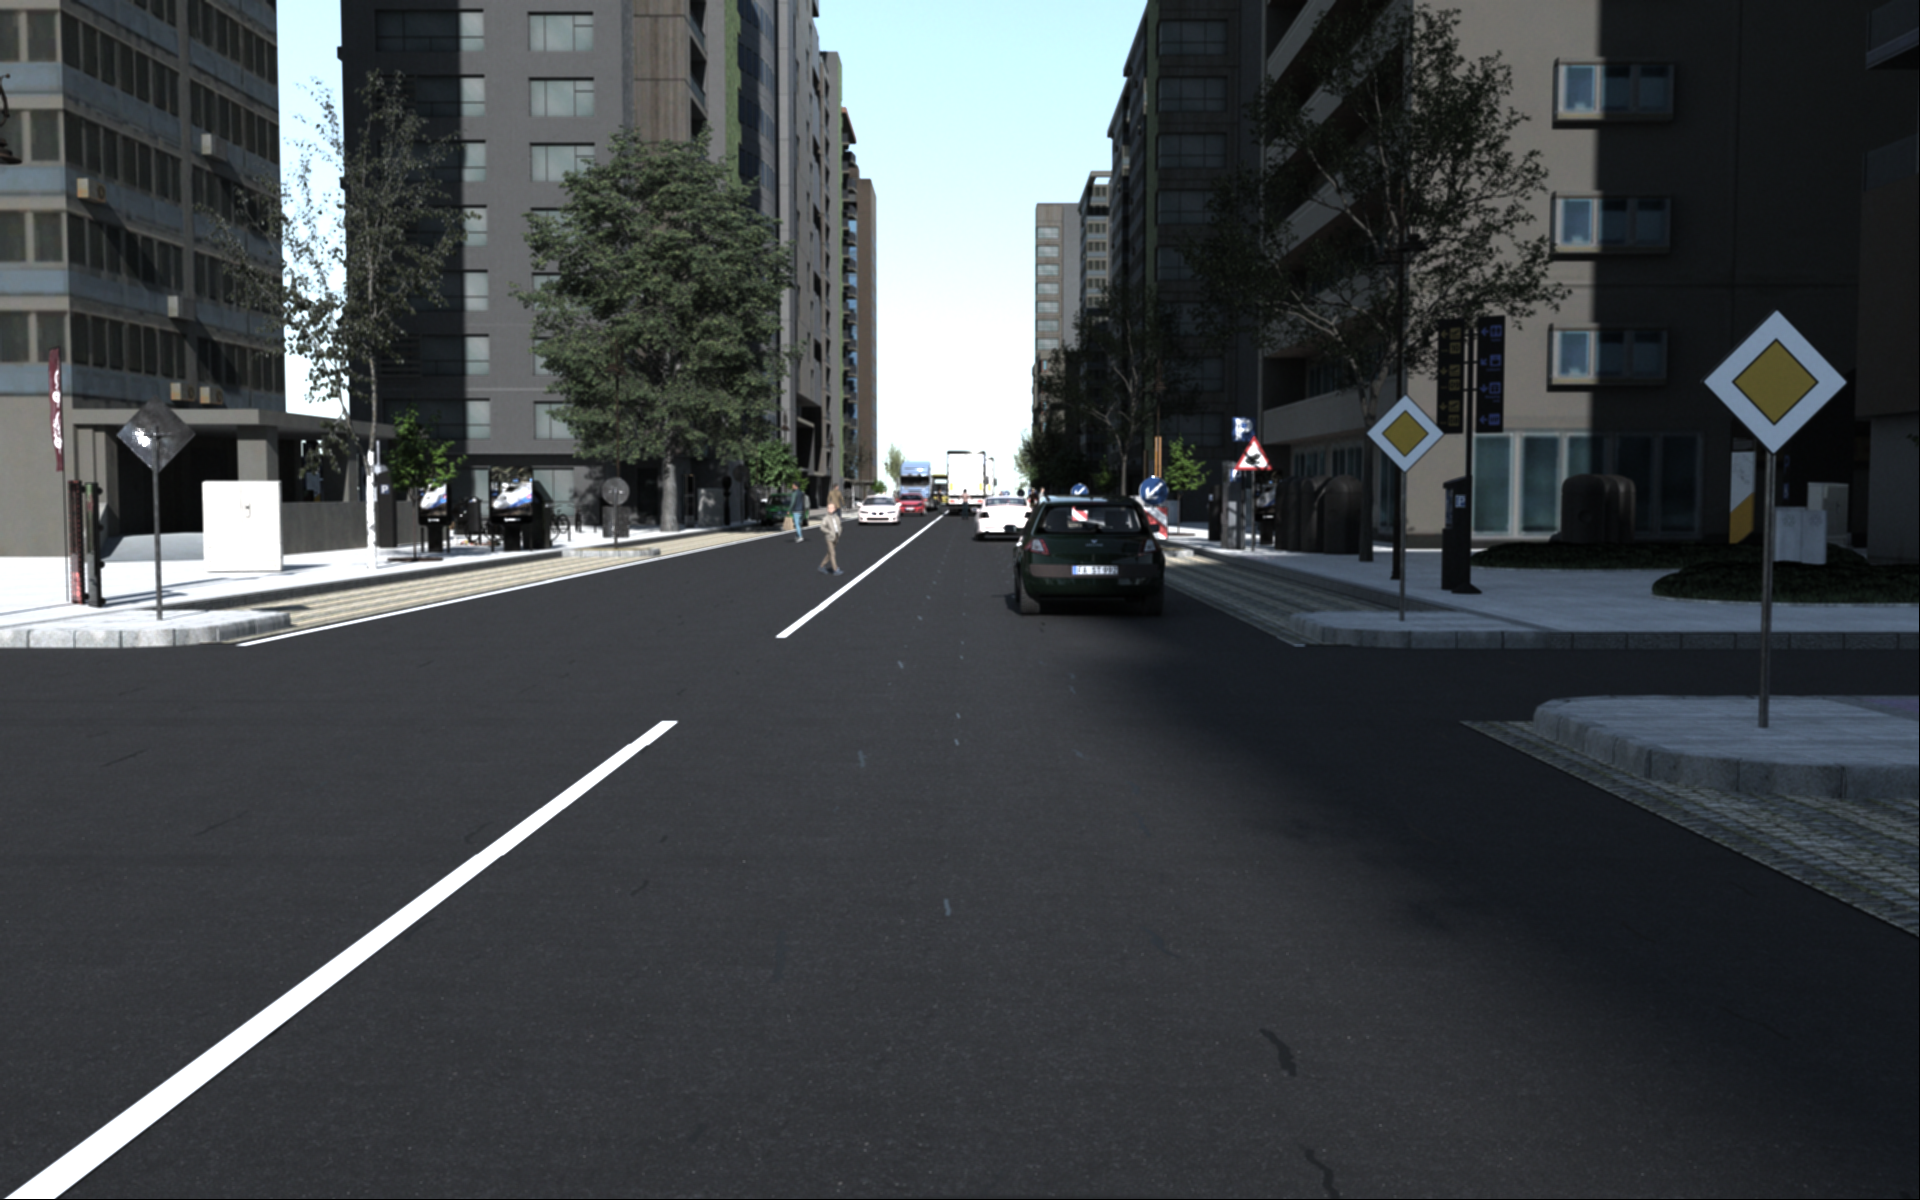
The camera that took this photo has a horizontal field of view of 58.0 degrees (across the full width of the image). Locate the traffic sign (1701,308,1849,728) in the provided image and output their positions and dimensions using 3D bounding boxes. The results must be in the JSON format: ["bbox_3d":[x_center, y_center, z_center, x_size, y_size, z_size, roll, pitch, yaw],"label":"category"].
[{"bbox_3d":[4.412,-0.355,9.455,0.795,2.450,0.064,0,4,0],"label":"traffic sign"}]

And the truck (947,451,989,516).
[{"bbox_3d":[0.510,-7.852,117.296,2.839,4.237,11.283,0,4,1],"label":"truck"}]

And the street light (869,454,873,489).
[{"bbox_3d":[-9.140,-12.516,177.421,0.468,5.910,1.993,0,4,0],"label":"street light"}]

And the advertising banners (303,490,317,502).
[{"bbox_3d":[-20.940,-3.514,53.648,2.074,3.025,0.090,0,4,5],"label":"advertising banners"}]

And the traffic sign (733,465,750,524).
[{"bbox_3d":[-9.475,-4.590,75.160,0.768,2.556,0.104,0,4,1],"label":"traffic sign"}]

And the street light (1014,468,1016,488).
[{"bbox_3d":[7.985,-17.070,251.883,0.468,5.910,1.993,0,4,0],"label":"street light"}]

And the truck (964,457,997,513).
[{"bbox_3d":[1.440,-9.031,136.565,2.839,4.237,11.283,0,4,2],"label":"truck"}]

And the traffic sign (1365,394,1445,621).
[{"bbox_3d":[4.462,-0.844,17.440,0.795,2.450,0.064,0,4,0],"label":"traffic sign"}]

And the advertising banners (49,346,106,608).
[{"bbox_3d":[-10.300,-1.466,20.158,0.090,3.025,2.074,-3,5,-40],"label":"advertising banners"}]

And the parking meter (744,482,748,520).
[{"bbox_3d":[-10.738,-4.896,85.754,0.399,1.863,0.255,-3,5,-40],"label":"parking meter"}]

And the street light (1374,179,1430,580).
[{"bbox_3d":[6.557,-3.246,25.855,0.468,5.910,1.993,0,4,0],"label":"street light"}]

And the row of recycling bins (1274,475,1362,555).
[{"bbox_3d":[7.903,-1.909,38.332,1.069,1.692,3.534,-1,4,-12],"label":"row of recycling bins"}]

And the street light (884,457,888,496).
[{"bbox_3d":[-8.951,-14.505,209.938,0.468,5.910,1.993,0,4,0],"label":"street light"}]

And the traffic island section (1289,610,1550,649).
[{"bbox_3d":[4.486,0.291,17.517,2.009,0.180,2.903,0,4,0],"label":"traffic island section"}]

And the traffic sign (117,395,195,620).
[{"bbox_3d":[-8.131,-0.850,17.540,0.795,2.450,0.064,0,4,0],"label":"traffic sign"}]

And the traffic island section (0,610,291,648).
[{"bbox_3d":[-8.155,0.286,17.601,2.009,0.180,2.903,0,4,0],"label":"traffic island section"}]

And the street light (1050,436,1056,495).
[{"bbox_3d":[7.239,-9.915,134.895,0.468,5.910,1.993,0,4,0],"label":"street light"}]

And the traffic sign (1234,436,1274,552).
[{"bbox_3d":[6.530,-2.358,38.560,0.884,2.594,0.081,0,4,1],"label":"traffic sign"}]

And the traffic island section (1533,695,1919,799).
[{"bbox_3d":[4.436,0.780,9.532,2.009,0.180,2.903,0,4,0],"label":"traffic island section"}]

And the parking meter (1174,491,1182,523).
[{"bbox_3d":[9.819,-4.419,77.961,0.255,1.863,0.399,2,4,34],"label":"parking meter"}]

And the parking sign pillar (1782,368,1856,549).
[{"bbox_3d":[18.434,-2.980,37.194,1.447,3.967,1.447,0,4,7],"label":"parking sign pillar"}]

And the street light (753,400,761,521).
[{"bbox_3d":[-9.750,-6.754,83.215,0.468,5.910,1.993,0,4,0],"label":"street light"}]

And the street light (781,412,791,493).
[{"bbox_3d":[-9.636,-7.512,95.610,0.468,5.910,1.993,0,4,0],"label":"street light"}]

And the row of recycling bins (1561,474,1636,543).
[{"bbox_3d":[13.585,-1.809,36.695,1.069,1.692,3.534,2,4,34],"label":"row of recycling bins"}]

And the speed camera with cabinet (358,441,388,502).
[{"bbox_3d":[-19.121,-3.699,54.821,2.038,3.252,0.660,1,4,12],"label":"speed camera with cabinet"}]

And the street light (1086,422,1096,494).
[{"bbox_3d":[6.954,-7.284,91.886,0.468,5.910,1.993,0,4,0],"label":"street light"}]

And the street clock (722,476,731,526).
[{"bbox_3d":[-9.459,-4.022,70.334,0.358,2.002,0.471,1,4,11],"label":"street clock"}]

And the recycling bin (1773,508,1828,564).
[{"bbox_3d":[13.128,-0.890,27.104,0.722,1.027,0.722,1,4,20],"label":"recycling bin"}]

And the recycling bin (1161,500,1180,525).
[{"bbox_3d":[8.590,-3.604,71.484,0.722,1.027,0.722,3,5,43],"label":"recycling bin"}]

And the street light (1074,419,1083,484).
[{"bbox_3d":[6.998,-7.913,102.160,0.468,5.910,1.993,0,4,0],"label":"street light"}]

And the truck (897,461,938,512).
[{"bbox_3d":[-3.368,-9.623,147.092,2.967,4.110,18.799,0,4,2],"label":"truck"}]

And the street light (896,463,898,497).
[{"bbox_3d":[-8.758,-16.493,242.454,0.468,5.910,1.993,0,4,0],"label":"street light"}]

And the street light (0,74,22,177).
[{"bbox_3d":[-10.189,-2.748,17.723,0.468,5.910,1.993,0,4,0],"label":"street light"}]

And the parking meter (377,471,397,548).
[{"bbox_3d":[-13.637,-2.172,41.218,0.399,1.863,0.255,0,4,7],"label":"parking meter"}]

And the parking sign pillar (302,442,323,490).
[{"bbox_3d":[-33.211,-6.159,89.179,1.447,3.967,1.447,0,4,2],"label":"parking sign pillar"}]

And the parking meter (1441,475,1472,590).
[{"bbox_3d":[6.647,-0.903,23.174,0.372,1.533,0.369,0,3,0],"label":"parking meter"}]

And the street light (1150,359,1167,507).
[{"bbox_3d":[6.776,-5.286,59.215,0.468,5.910,1.993,0,4,0],"label":"street light"}]

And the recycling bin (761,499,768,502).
[{"bbox_3d":[-9.424,-4.475,85.717,0.722,1.027,0.722,1,4,10],"label":"recycling bin"}]

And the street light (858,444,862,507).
[{"bbox_3d":[-9.227,-11.492,160.680,0.468,5.910,1.993,0,4,0],"label":"street light"}]

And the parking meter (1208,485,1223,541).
[{"bbox_3d":[6.999,-2.387,47.442,0.372,1.533,0.369,0,3,0],"label":"parking meter"}]

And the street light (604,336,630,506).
[{"bbox_3d":[-10.016,-4.765,50.700,0.468,5.910,1.993,0,4,0],"label":"street light"}]

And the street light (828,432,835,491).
[{"bbox_3d":[-9.507,-9.503,128.164,0.468,5.910,1.993,0,4,0],"label":"street light"}]
